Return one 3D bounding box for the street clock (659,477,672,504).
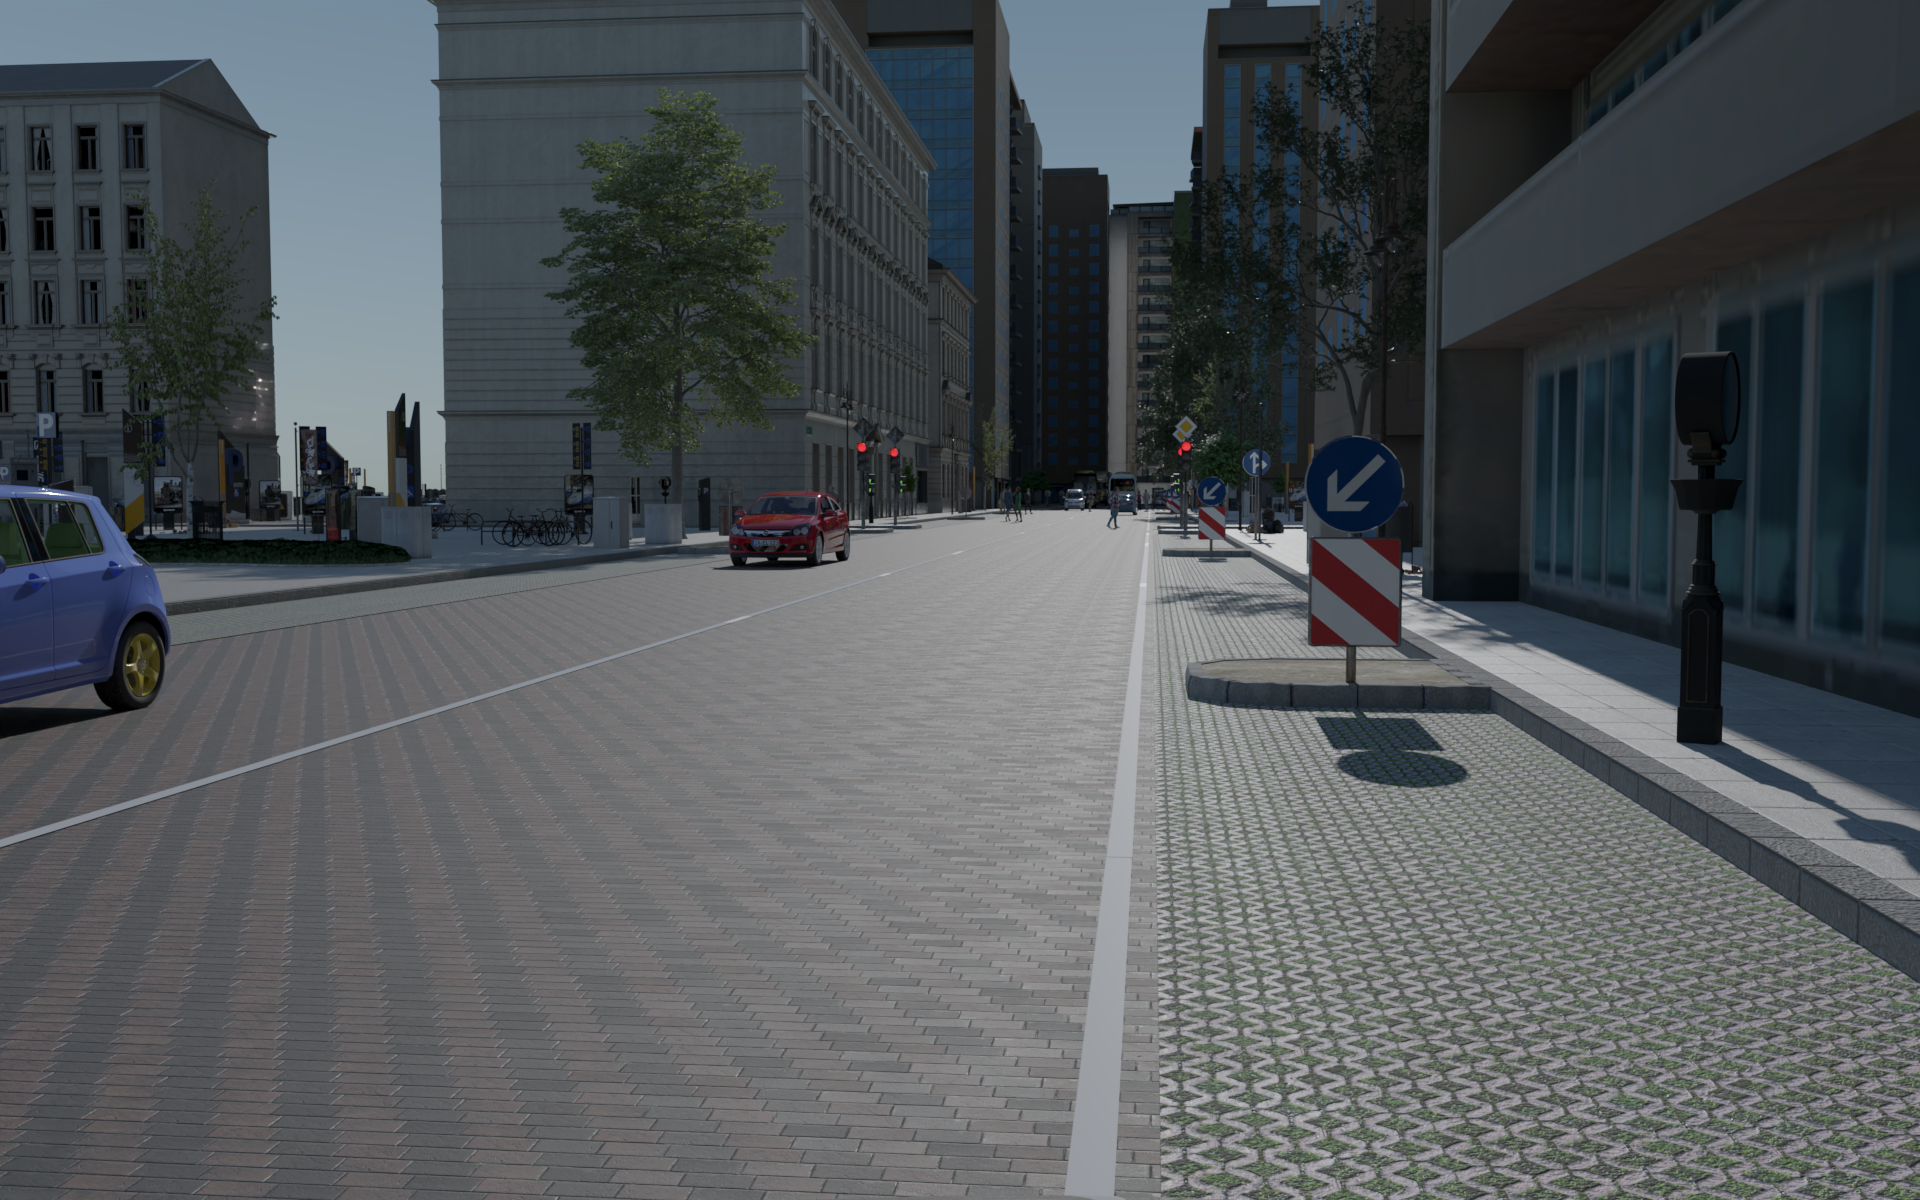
[{"bbox_3d":[-12.191,-4.104,71.665,0.471,2.002,0.358,1,4,20],"label":"street clock"}]

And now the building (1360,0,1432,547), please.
[{"bbox_3d":[17.408,-24.235,46.349,14.600,45.320,14.200,0,4,6],"label":"building"}]

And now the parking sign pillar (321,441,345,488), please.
[{"bbox_3d":[-31.675,-6.056,87.487,1.447,3.967,1.447,2,4,32],"label":"parking sign pillar"}]

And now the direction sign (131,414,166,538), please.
[{"bbox_3d":[-23.124,-3.511,49.400,0.876,3.537,0.379,-2,4,-32],"label":"direction sign"}]

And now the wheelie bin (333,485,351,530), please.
[{"bbox_3d":[-22.382,-3.355,62.760,0.980,1.594,0.693,0,4,8],"label":"wheelie bin"}]

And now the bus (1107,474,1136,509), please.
[{"bbox_3d":[15.761,-10.629,168.649,2.948,3.499,13.247,0,4,5],"label":"bus"}]

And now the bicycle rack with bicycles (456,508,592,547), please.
[{"bbox_3d":[-10.568,-1.835,43.391,2.925,0.926,2.852,-3,5,-39],"label":"bicycle rack with bicycles"}]

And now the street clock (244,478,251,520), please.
[{"bbox_3d":[-33.059,-4.630,80.273,0.358,2.002,0.471,0,4,4],"label":"street clock"}]

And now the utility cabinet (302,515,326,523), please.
[{"bbox_3d":[-27.841,-4.030,74.569,1.173,1.500,0.318,2,4,32],"label":"utility cabinet"}]

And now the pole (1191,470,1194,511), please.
[{"bbox_3d":[17.895,-8.540,133.477,0.158,3.312,0.155,0,3,0],"label":"pole"}]

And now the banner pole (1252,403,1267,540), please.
[{"bbox_3d":[8.367,-3.555,48.145,0.401,3.779,0.863,1,4,15],"label":"banner pole"}]

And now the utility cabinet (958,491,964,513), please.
[{"bbox_3d":[0.054,-6.397,113.270,0.318,1.500,1.173,0,4,5],"label":"utility cabinet"}]

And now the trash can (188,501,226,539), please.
[{"bbox_3d":[-16.110,-1.556,37.090,0.748,1.137,0.748,0,3,0],"label":"trash can"}]

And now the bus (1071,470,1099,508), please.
[{"bbox_3d":[13.285,-11.755,183.737,2.896,3.916,12.252,0,4,4],"label":"bus"}]

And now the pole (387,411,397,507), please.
[{"bbox_3d":[-13.921,-2.974,42.474,0.158,3.312,0.155,0,3,0],"label":"pole"}]

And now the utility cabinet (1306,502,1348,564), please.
[{"bbox_3d":[6.757,-1.402,31.600,0.318,1.500,1.173,3,5,41],"label":"utility cabinet"}]

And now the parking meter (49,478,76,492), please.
[{"bbox_3d":[-14.164,-1.159,27.366,0.372,1.533,0.369,0,3,0],"label":"parking meter"}]

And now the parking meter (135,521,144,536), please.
[{"bbox_3d":[-25.301,-2.741,53.219,0.372,1.533,0.369,0,3,0],"label":"parking meter"}]

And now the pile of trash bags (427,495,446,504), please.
[{"bbox_3d":[-34.135,-6.412,114.586,1.912,1.369,3.447,1,4,13],"label":"pile of trash bags"}]

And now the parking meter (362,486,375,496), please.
[{"bbox_3d":[-17.875,-2.691,52.412,0.372,1.533,0.369,0,3,0],"label":"parking meter"}]

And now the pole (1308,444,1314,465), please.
[{"bbox_3d":[14.234,-4.676,70.292,0.158,3.312,0.155,0,3,0],"label":"pole"}]

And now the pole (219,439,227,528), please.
[{"bbox_3d":[-27.569,-4.336,64.744,0.158,3.312,0.155,0,3,0],"label":"pole"}]

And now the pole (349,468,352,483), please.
[{"bbox_3d":[-47.773,-8.678,135.721,0.158,3.312,0.155,0,3,0],"label":"pole"}]

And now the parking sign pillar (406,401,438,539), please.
[{"bbox_3d":[-15.802,-3.752,49.815,1.447,3.967,1.447,-1,4,-10],"label":"parking sign pillar"}]

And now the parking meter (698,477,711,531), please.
[{"bbox_3d":[-8.970,-3.366,60.741,0.399,1.863,0.255,-2,4,-31],"label":"parking meter"}]

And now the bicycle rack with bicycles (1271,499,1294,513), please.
[{"bbox_3d":[22.511,-6.469,119.147,2.852,0.926,2.925,2,4,28],"label":"bicycle rack with bicycles"}]

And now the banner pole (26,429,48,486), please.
[{"bbox_3d":[-35.623,-4.695,66.774,0.863,3.779,0.401,-2,4,-30],"label":"banner pole"}]

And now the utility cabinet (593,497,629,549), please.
[{"bbox_3d":[-8.299,-1.835,41.166,1.020,1.237,0.306,3,5,40],"label":"utility cabinet"}]

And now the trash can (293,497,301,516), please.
[{"bbox_3d":[-38.848,-5.473,101.141,0.748,1.137,0.748,0,3,0],"label":"trash can"}]

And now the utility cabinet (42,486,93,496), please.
[{"bbox_3d":[-24.035,-2.325,46.697,1.173,1.500,0.318,0,4,-6],"label":"utility cabinet"}]

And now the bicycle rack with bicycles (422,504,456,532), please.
[{"bbox_3d":[-18.300,-2.836,59.753,2.925,0.926,2.852,1,4,11],"label":"bicycle rack with bicycles"}]

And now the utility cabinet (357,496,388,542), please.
[{"bbox_3d":[-15.325,-2.108,45.629,1.020,1.237,0.306,-2,4,-25],"label":"utility cabinet"}]

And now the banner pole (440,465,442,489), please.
[{"bbox_3d":[-43.795,-9.555,146.241,0.401,3.779,0.863,-1,4,-17],"label":"banner pole"}]

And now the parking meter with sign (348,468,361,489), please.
[{"bbox_3d":[-39.578,-7.127,112.786,0.543,3.016,1.738,0,4,2],"label":"parking meter with sign"}]

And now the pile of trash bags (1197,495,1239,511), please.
[{"bbox_3d":[19.643,-7.447,131.516,3.447,1.369,1.912,1,4,17],"label":"pile of trash bags"}]

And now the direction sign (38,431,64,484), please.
[{"bbox_3d":[-32.662,-4.298,62.267,0.379,3.537,0.876,2,4,35],"label":"direction sign"}]

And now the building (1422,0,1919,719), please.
[{"bbox_3d":[15.198,-23.538,8.547,21.300,48.544,21.600,0,4,6],"label":"building"}]

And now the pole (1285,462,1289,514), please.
[{"bbox_3d":[21.042,-7.194,111.458,0.158,3.312,0.155,0,3,0],"label":"pole"}]

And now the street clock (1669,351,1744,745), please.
[{"bbox_3d":[3.830,-0.265,8.910,0.358,2.002,0.471,2,4,35],"label":"street clock"}]

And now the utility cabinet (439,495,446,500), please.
[{"bbox_3d":[-32.626,-6.029,109.740,0.306,1.237,1.020,-3,5,-44],"label":"utility cabinet"}]

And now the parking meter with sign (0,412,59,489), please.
[{"bbox_3d":[-19.729,-2.444,36.224,0.543,3.016,1.738,1,4,19],"label":"parking meter with sign"}]

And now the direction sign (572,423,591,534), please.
[{"bbox_3d":[-12.028,-3.863,55.156,0.876,3.537,0.379,3,4,38],"label":"direction sign"}]

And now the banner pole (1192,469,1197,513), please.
[{"bbox_3d":[15.915,-7.792,117.414,0.401,3.779,0.863,-1,4,-17],"label":"banner pole"}]

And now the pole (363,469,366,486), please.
[{"bbox_3d":[-47.997,-8.921,139.708,0.158,3.312,0.155,0,3,0],"label":"pole"}]

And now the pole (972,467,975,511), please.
[{"bbox_3d":[1.020,-8.341,130.220,0.158,3.312,0.155,0,3,0],"label":"pole"}]

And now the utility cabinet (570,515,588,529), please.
[{"bbox_3d":[-14.043,-3.218,63.774,0.306,1.237,1.020,-2,4,-34],"label":"utility cabinet"}]

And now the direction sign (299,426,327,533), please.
[{"bbox_3d":[-21.565,-4.025,57.805,0.876,3.537,0.379,-2,4,-33],"label":"direction sign"}]

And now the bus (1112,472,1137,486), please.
[{"bbox_3d":[17.836,-12.105,189.461,2.896,3.916,12.252,0,4,6],"label":"bus"}]

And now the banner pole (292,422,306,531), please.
[{"bbox_3d":[-22.939,-4.302,60.348,0.401,3.779,0.863,2,4,24],"label":"banner pole"}]

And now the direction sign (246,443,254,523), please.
[{"bbox_3d":[-31.574,-5.190,76.854,0.379,3.537,0.876,-2,4,-26],"label":"direction sign"}]

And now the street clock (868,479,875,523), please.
[{"bbox_3d":[-3.893,-4.366,75.960,0.358,2.002,0.471,0,4,8],"label":"street clock"}]

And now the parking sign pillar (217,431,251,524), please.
[{"bbox_3d":[-31.166,-5.238,74.114,1.447,3.967,1.447,1,4,10],"label":"parking sign pillar"}]
